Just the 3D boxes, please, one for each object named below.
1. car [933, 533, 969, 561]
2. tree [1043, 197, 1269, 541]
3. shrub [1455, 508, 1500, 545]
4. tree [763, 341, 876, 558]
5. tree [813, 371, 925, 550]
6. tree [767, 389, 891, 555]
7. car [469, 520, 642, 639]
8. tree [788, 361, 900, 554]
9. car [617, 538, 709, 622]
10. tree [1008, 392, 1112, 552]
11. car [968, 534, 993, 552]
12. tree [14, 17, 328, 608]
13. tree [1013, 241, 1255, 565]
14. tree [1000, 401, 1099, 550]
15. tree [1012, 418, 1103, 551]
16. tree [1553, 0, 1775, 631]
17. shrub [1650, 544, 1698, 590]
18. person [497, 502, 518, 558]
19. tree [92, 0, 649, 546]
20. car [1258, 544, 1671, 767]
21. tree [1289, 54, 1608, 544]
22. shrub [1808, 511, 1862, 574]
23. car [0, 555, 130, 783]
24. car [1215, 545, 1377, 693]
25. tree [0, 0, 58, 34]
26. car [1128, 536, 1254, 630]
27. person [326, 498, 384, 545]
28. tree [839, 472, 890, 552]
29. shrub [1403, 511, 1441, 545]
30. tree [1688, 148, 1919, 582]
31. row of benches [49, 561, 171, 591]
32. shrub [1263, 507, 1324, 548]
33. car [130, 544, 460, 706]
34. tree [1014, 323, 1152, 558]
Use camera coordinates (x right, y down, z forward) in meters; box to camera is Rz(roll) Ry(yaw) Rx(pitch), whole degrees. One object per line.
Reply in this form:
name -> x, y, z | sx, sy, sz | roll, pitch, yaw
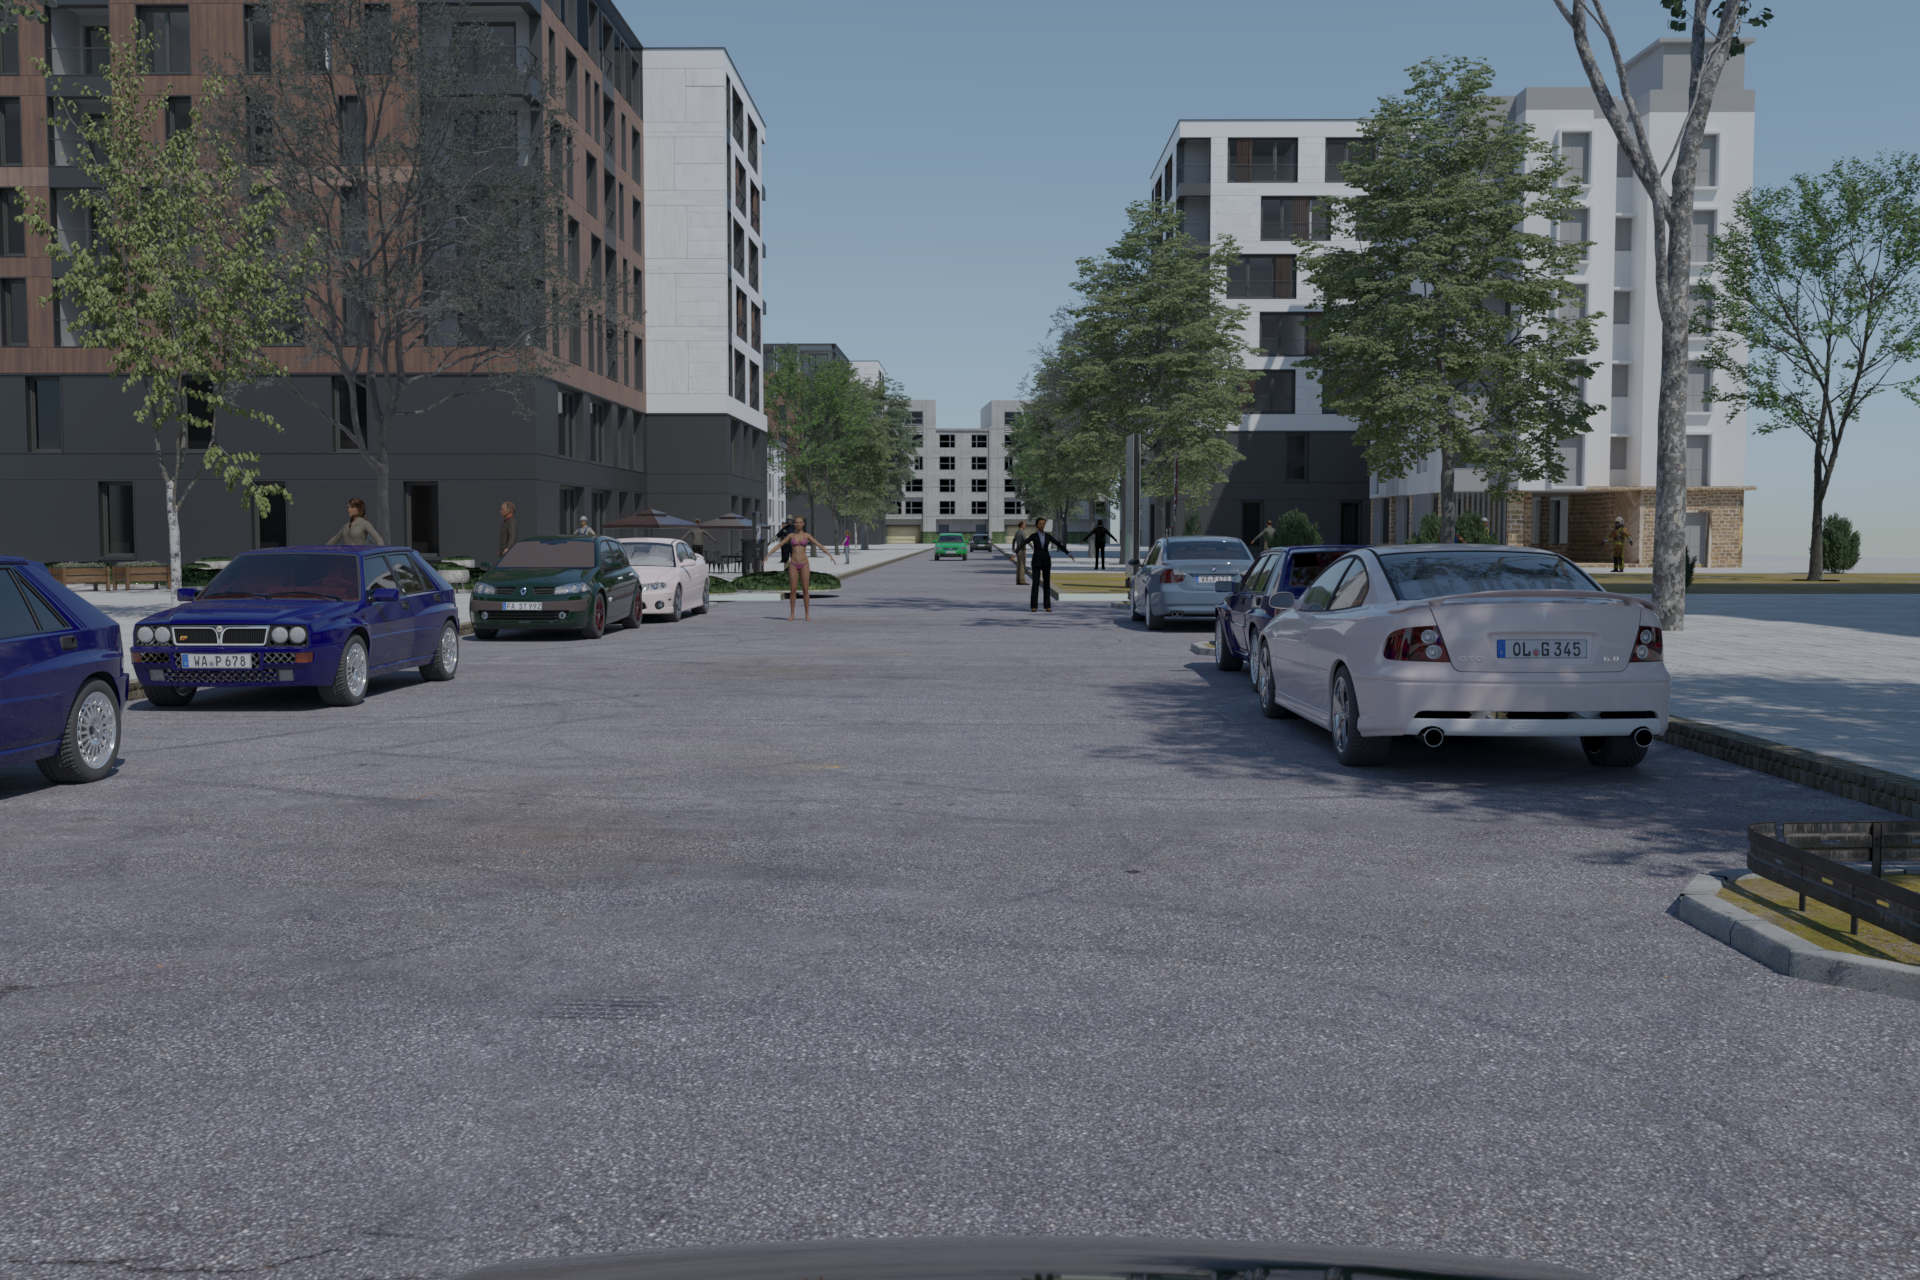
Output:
car -> -0.491, -5.213, 94.021 | 1.959, 1.807, 4.718 | 0, 4, 0
tree -> 6.752, -8.645, 59.469 | 7.486, 12.596, 7.792 | 0, 3, 0
shrub -> 14.402, -2.720, 48.884 | 1.690, 2.028, 1.600 | 0, 3, 0
tree -> -8.168, -10.319, 94.475 | 9.928, 11.665, 9.643 | 0, 3, 0
tree -> -7.593, -14.065, 136.618 | 9.857, 13.997, 8.962 | 0, 3, 0
tree -> -7.614, -10.377, 104.069 | 7.601, 10.594, 8.767 | 3, 5, 42
car -> -5.745, -0.925, 24.913 | 2.009, 1.686, 4.222 | 0, 4, 1
tree -> -7.689, -12.007, 114.439 | 7.486, 12.596, 7.792 | 0, 3, 0
car -> -5.475, -1.061, 29.706 | 2.083, 1.381, 4.827 | 0, 4, 1
tree -> 7.349, -12.070, 123.107 | 9.928, 11.665, 9.643 | 0, 3, 0
car -> 1.633, -7.752, 136.525 | 2.009, 1.686, 4.222 | 0, 4, 0
tree -> -11.508, -4.582, 25.282 | 4.737, 8.622, 4.395 | 0, 3, 0
tree -> 6.956, -9.887, 72.018 | 12.009, 13.543, 11.850 | 0, 3, 0
tree -> 7.850, -14.509, 143.883 | 9.857, 13.997, 8.962 | 0, 3, 0
tree -> 7.644, -12.647, 132.529 | 9.928, 11.665, 9.643 | 0, 3, 0
tree -> 8.709, -10.268, 23.774 | 12.611, 20.169, 13.585 | 0, 3, 0
shrub -> 16.171, -1.720, 39.247 | 1.383, 1.207, 1.383 | 0, 3, 0
person -> -7.432, -1.362, 28.444 | 0.705, 1.807, 1.348 | -1, 4, -19
tree -> -12.022, -7.656, 35.543 | 12.009, 13.543, 11.850 | 0, 3, 0
car -> 3.283, 0.019, 12.054 | 2.083, 1.381, 4.827 | 0, 4, 0
tree -> 11.502, -7.584, 42.119 | 7.486, 12.596, 7.792 | 0, 3, 0
shrub -> 28.375, -3.164, 56.153 | 1.690, 2.028, 1.600 | 0, 3, 0
car -> -5.842, 0.237, 8.714 | 1.945, 1.354, 3.894 | 0, 4, 0
car -> 3.538, -0.269, 16.978 | 1.945, 1.354, 3.894 | 0, 4, 1
tree -> -11.755, -6.476, 12.540 | 9.857, 13.997, 8.962 | 0, 3, 0
car -> 3.672, -0.921, 27.063 | 2.014, 1.417, 4.499 | 0, 4, 1
person -> -7.731, -0.933, 22.012 | 1.215, 1.744, 0.721 | 2, 4, 27
tree -> -7.347, -10.599, 123.653 | 4.737, 8.622, 4.395 | 0, 3, 0
shrub -> 14.558, -2.999, 53.449 | 1.690, 2.028, 1.600 | 0, 3, 0
tree -> 23.508, -7.407, 46.863 | 9.928, 11.665, 9.643 | 0, 3, 0
row of benches -> -19.651, -1.429, 38.827 | 1.422, 0.672, 4.104 | 3, 4, 36
shrub -> 9.765, -2.856, 50.742 | 1.661, 2.075, 1.752 | 0, 3, 0
car -> -5.855, -0.187, 15.637 | 1.945, 1.354, 3.894 | 0, 4, 1
tree -> 6.610, -10.615, 91.688 | 7.486, 12.596, 7.792 | 0, 3, 0
